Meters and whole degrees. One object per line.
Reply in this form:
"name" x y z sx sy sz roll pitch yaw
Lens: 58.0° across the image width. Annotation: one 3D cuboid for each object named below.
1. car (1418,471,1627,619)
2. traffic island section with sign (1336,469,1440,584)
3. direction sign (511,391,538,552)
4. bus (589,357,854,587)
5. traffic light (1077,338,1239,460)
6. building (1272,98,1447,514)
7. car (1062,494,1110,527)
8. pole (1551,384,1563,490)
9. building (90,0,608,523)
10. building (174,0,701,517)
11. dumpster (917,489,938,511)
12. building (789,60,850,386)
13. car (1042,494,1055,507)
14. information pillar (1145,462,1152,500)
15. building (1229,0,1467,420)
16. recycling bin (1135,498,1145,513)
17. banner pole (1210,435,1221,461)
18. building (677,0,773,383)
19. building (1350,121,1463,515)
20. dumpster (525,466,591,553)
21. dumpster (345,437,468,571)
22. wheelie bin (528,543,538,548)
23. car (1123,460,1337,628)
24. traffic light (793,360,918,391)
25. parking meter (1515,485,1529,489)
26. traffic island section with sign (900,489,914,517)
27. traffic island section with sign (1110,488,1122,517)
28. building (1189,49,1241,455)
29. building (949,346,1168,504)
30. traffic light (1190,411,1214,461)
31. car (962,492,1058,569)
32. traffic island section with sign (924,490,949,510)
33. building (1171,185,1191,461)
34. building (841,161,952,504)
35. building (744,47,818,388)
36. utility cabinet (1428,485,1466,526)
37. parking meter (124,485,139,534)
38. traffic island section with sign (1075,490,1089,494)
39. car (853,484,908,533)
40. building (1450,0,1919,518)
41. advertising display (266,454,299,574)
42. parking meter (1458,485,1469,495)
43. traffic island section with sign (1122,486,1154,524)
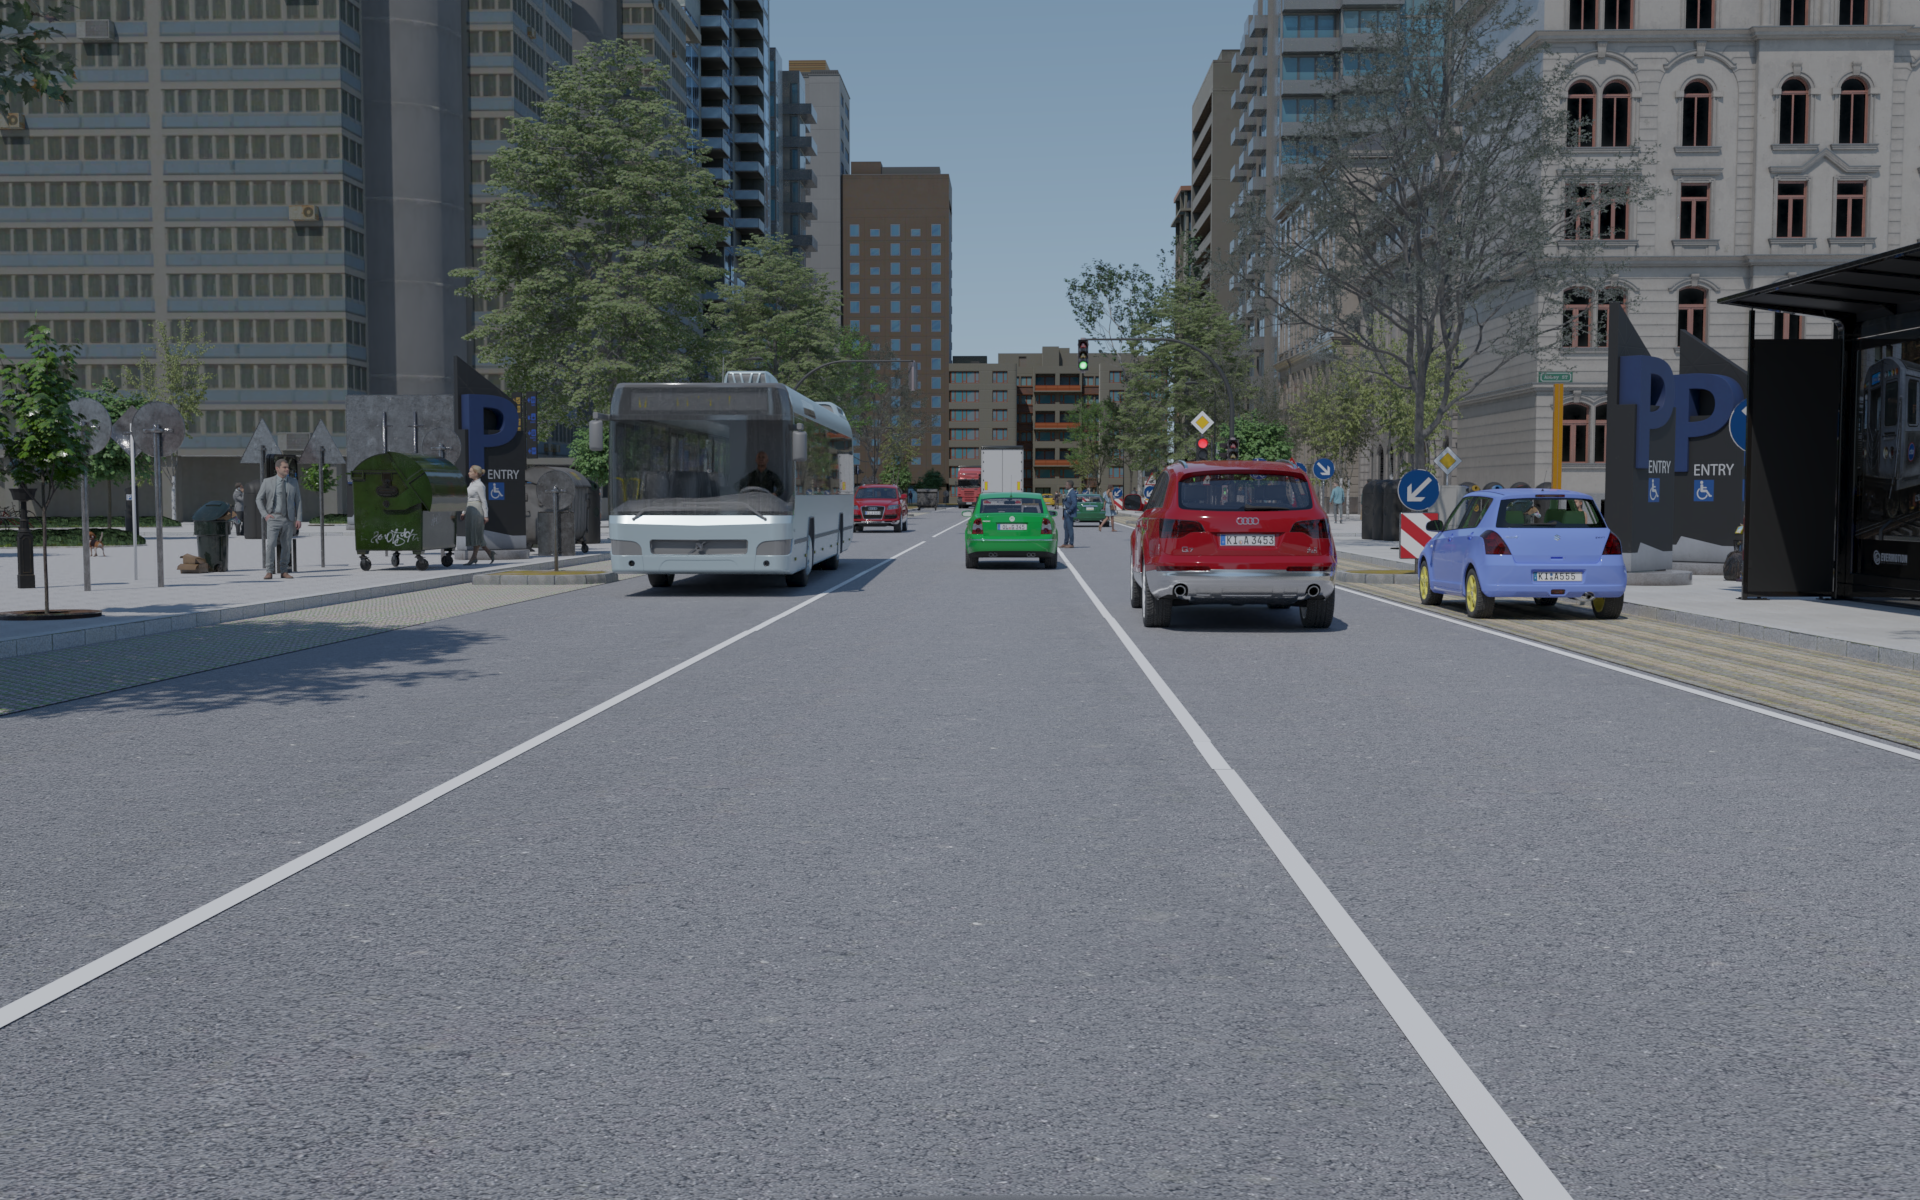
"car" 6.735 -0.703 21.084 1.945 1.707 3.694 0 4 2
"traffic island section with sign" 7.207 -1.203 28.301 1.989 1.847 2.006 0 4 2
"direction sign" -9.633 -2.837 38.379 0.876 3.537 0.379 3 5 39
"bus" -3.547 -2.120 29.520 2.948 3.499 13.247 0 4 0
"traffic light" 5.788 -4.632 50.397 4.771 5.953 1.251 0 4 2
"building" 29.602 -19.764 120.398 12.463 27.353 25.104 0 4 2
"car" 5.625 -3.975 76.797 2.131 1.459 4.920 0 4 1
"pole" 11.070 -2.342 32.137 0.158 3.312 0.155 0 3 0
"building" -33.102 -24.181 87.233 32.217 40.220 23.993 0 4 2
"building" -32.111 -26.162 119.631 32.217 40.220 23.993 0 4 2
"dumpster" -2.822 -8.678 150.107 1.865 1.857 1.264 0 4 3
"building" -29.424 -42.633 239.043 28.212 58.520 21.231 0 4 2
"car" 9.931 -11.482 197.953 2.015 1.641 3.980 0 4 0
"information pillar" 11.738 -7.135 108.018 0.504 3.616 0.183 2 4 24
"building" 37.009 -33.033 159.703 23.786 49.044 30.456 0 4 2
"recycling bin" 12.261 -6.395 117.119 0.722 1.027 0.722 2 4 24
"banner pole" 10.895 -5.103 73.453 0.863 3.779 0.401 0 4 -3
"building" -27.274 -51.150 148.970 22.319 86.520 31.000 0 4 2
"building" 30.200 -15.501 95.234 13.314 21.916 24.055 0 4 2
"dumpster" -8.686 -1.906 36.928 1.264 1.857 1.865 0 4 2
"dumpster" -9.445 -1.658 29.598 1.502 2.255 1.985 0 4 2
"wheelie bin" -9.961 -2.043 41.310 0.693 1.594 0.980 1 4 22
"car" 3.064 -0.701 20.127 2.281 1.827 5.304 0 4 3
"traffic light" -3.820 -5.149 58.858 4.771 5.953 1.251 0 4 2
"parking meter" 16.217 -2.544 50.008 0.372 1.533 0.369 0 3 0
"traffic island section with sign" -3.957 -6.234 110.547 1.989 1.847 2.006 0 4 2
"traffic island section with sign" 9.859 -6.206 110.091 1.989 1.847 2.006 0 4 2
"building" 36.509 -34.394 186.036 21.300 48.544 21.600 0 4 2
"building" 13.432 -24.316 242.603 28.899 21.520 27.650 0 4 2
"traffic light" 8.141 -4.253 58.452 0.839 4.253 0.868 0 4 2
"car" 1.002 -1.581 34.643 1.959 1.807 4.718 0 4 1
"traffic island section with sign" -2.301 -9.305 160.769 1.989 1.847 2.006 0 4 2
"building" 42.168 -35.612 236.884 28.867 44.769 22.147 0 4 2
"building" -8.321 -35.830 235.934 14.200 45.320 14.600 0 4 2
"building" -31.060 -34.694 186.859 30.456 49.044 23.786 0 4 2
"utility cabinet" 12.532 -2.195 44.574 0.318 1.500 1.173 -1 4 -21
"parking meter" -24.376 -2.603 50.974 0.372 1.533 0.369 0 3 0
"traffic island section with sign" 11.500 -9.286 160.448 1.989 1.847 2.006 0 4 2
"car" -3.105 -3.499 65.885 2.281 1.827 5.304 0 4 2
"building" 34.556 -17.610 75.310 23.554 28.519 14.401 0 4 2
"advertising display" -10.977 -1.399 28.091 0.123 1.923 0.974 0 4 1
"parking meter" 14.072 -2.455 48.557 0.372 1.533 0.369 0 3 0
"traffic island section with sign" 8.987 -4.558 83.150 1.989 1.847 2.006 0 4 2
